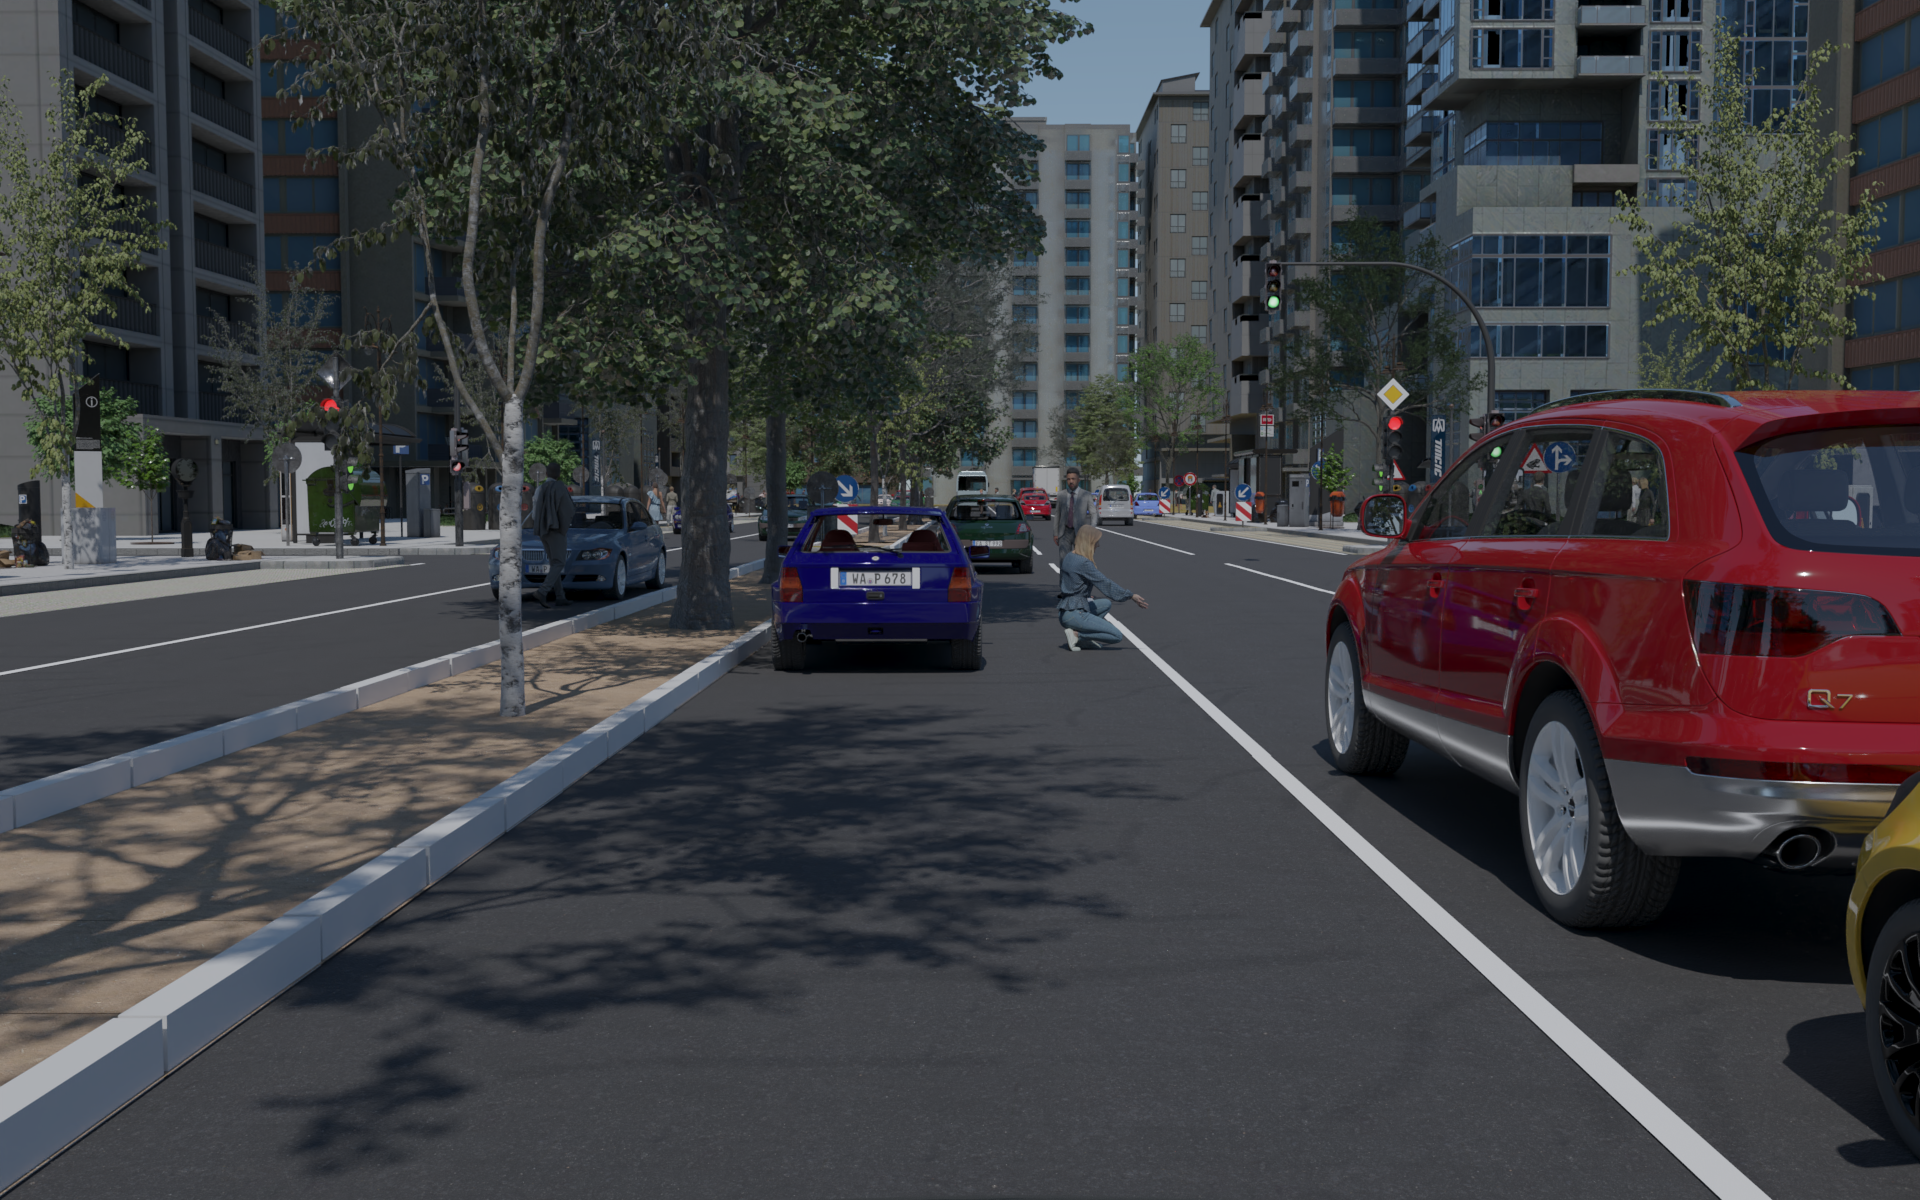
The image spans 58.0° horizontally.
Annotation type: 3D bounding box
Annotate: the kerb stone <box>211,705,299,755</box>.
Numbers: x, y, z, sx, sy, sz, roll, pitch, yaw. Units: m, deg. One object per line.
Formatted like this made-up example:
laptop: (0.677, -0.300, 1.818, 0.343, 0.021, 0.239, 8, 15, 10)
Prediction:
kerb stone: (-4.059, 0.752, 9.926, 0.120, 0.150, 1.000, 0, 4, 0)

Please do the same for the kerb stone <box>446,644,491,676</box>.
kerb stone: (-4.024, 0.499, 14.029, 0.120, 0.150, 1.000, 0, 4, 0)

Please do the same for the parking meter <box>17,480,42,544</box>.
parking meter: (-17.093, -1.432, 31.828, 0.372, 1.533, 0.369, 0, 3, 0)

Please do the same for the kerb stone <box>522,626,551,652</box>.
kerb stone: (-4.001, 0.374, 16.073, 0.120, 0.150, 1.000, 0, 4, 0)

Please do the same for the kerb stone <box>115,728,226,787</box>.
kerb stone: (-4.068, 0.814, 8.904, 0.120, 0.150, 1.000, 0, 4, 0)

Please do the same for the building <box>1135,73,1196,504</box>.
building: (37.265, -38.908, 225.380, 27.495, 52.752, 28.713, 0, 4, 0)

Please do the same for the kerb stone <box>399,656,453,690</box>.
kerb stone: (-4.039, 0.563, 12.997, 0.120, 0.150, 1.000, 0, 4, 0)

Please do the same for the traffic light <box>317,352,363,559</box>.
traffic light: (-12.277, -2.770, 34.217, 0.839, 4.253, 0.868, 0, 4, 0)

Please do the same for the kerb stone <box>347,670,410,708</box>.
kerb stone: (-4.041, 0.625, 11.972, 0.120, 0.150, 1.000, 0, 4, 0)

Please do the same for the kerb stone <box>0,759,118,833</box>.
kerb stone: (-4.077, 0.876, 7.877, 0.120, 0.150, 1.000, 0, 4, 0)

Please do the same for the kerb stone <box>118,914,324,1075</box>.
kerb stone: (-2.008, 1.067, 4.765, 0.120, 0.150, 1.000, 0, 4, 0)

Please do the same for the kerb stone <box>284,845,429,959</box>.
kerb stone: (-2.003, 1.004, 5.788, 0.120, 0.150, 1.000, 0, 4, 0)

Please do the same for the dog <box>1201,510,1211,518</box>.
dog: (13.185, -4.589, 92.760, 0.550, 0.427, 0.748, 0, 4, 5)

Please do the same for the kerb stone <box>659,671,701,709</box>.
kerb stone: (-1.944, 0.630, 11.924, 0.120, 0.150, 1.000, 0, 4, 0)

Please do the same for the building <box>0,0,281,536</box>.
building: (-35.073, -38.108, 61.316, 20.563, 71.187, 20.611, 0, 4, 0)

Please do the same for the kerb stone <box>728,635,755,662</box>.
kerb stone: (-1.918, 0.443, 15.000, 0.120, 0.150, 1.000, 0, 4, 0)

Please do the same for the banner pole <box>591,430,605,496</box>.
banner pole: (-14.082, -4.750, 67.687, 0.401, 3.779, 0.863, 2, 4, 33)

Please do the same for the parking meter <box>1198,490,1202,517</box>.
parking meter: (13.504, -5.470, 97.837, 0.372, 1.533, 0.369, 0, 3, 0)

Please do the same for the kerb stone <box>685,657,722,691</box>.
kerb stone: (-1.934, 0.566, 12.948, 0.120, 0.150, 1.000, 0, 4, 0)

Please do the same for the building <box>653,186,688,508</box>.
building: (-31.710, -23.479, 155.583, 14.160, 30.474, 14.107, 0, 4, 0)

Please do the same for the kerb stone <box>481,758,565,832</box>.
kerb stone: (-1.976, 0.879, 7.832, 0.120, 0.150, 1.000, 0, 4, 0)

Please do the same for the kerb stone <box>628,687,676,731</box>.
kerb stone: (-1.948, 0.691, 10.897, 0.120, 0.150, 1.000, 0, 4, 0)

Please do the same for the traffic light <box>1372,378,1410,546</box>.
traffic light: (10.450, -3.248, 42.028, 0.839, 4.253, 0.868, 0, 4, 0)

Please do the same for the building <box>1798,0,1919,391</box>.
building: (45.053, -24.822, 60.462, 28.867, 44.769, 22.147, 0, 4, 0)

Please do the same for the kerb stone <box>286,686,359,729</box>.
kerb stone: (-4.054, 0.691, 10.948, 0.120, 0.150, 1.000, 0, 4, 0)

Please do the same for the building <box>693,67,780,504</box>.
building: (-35.970, -41.603, 222.205, 28.212, 58.520, 21.231, 0, 4, 0)

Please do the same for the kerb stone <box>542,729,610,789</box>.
kerb stone: (-1.970, 0.816, 8.854, 0.120, 0.150, 1.000, 0, 4, 0)

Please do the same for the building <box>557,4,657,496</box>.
building: (-35.372, -50.075, 131.391, 22.319, 86.520, 31.000, 0, 4, 0)

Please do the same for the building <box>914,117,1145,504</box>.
building: (7.980, -36.886, 222.699, 30.456, 49.044, 23.786, 0, 4, 0)

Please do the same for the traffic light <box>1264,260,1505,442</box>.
traffic light: (8.291, -3.624, 33.920, 4.771, 5.953, 1.251, 0, 4, 0)

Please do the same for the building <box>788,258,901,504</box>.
building: (-14.597, -34.780, 218.764, 14.200, 45.320, 14.600, 0, 4, 0)

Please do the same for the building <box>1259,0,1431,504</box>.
building: (36.510, -31.740, 138.561, 23.786, 49.044, 30.456, 0, 4, 0)

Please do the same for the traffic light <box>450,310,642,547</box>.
traffic light: (-10.118, -4.132, 42.220, 4.771, 5.953, 1.251, 0, 4, 0)

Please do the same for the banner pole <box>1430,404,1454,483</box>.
banner pole: (13.415, -3.552, 48.096, 0.863, 3.779, 0.401, -1, 4, -16)

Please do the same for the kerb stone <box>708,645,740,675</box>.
kerb stone: (-1.926, 0.503, 13.970, 0.120, 0.150, 1.000, 0, 4, 0)

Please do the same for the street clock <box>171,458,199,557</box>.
street clock: (-15.717, -1.872, 35.172, 0.471, 2.002, 0.358, -3, 5, -44)

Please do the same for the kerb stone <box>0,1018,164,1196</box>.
kerb stone: (-2.016, 1.129, 3.743, 0.120, 0.150, 1.000, 0, 4, 0)

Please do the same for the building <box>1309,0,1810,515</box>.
building: (34.769, -48.135, 99.685, 22.319, 86.520, 31.000, 0, 4, 0)

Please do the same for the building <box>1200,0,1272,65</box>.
building: (39.136, -35.366, 167.466, 28.713, 52.752, 27.495, 0, 4, 0)

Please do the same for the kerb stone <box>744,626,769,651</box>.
kerb stone: (-1.912, 0.378, 16.022, 0.120, 0.150, 1.000, 0, 4, 0)

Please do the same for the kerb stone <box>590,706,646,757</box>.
kerb stone: (-1.959, 0.754, 9.876, 0.120, 0.150, 1.000, 0, 4, 0)

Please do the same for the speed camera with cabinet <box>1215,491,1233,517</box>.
speed camera with cabinet: (15.221, -6.321, 97.686, 0.660, 3.252, 2.038, -2, 4, -27)

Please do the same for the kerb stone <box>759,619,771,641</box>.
kerb stone: (-1.903, 0.316, 17.050, 0.120, 0.150, 1.000, 0, 4, 0)

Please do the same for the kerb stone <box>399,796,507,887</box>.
kerb stone: (-1.987, 0.941, 6.810, 0.120, 0.150, 1.000, 0, 4, 0)

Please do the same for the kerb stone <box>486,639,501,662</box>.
kerb stone: (-4.021, 0.442, 15.051, 0.120, 0.150, 1.000, 0, 4, 0)

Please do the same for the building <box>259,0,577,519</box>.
building: (-35.599, -27.398, 102.586, 22.147, 44.769, 28.867, 0, 4, 0)

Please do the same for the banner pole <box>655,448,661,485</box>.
banner pole: (-16.407, -6.369, 94.150, 0.401, 3.779, 0.863, -2, 4, -32)
